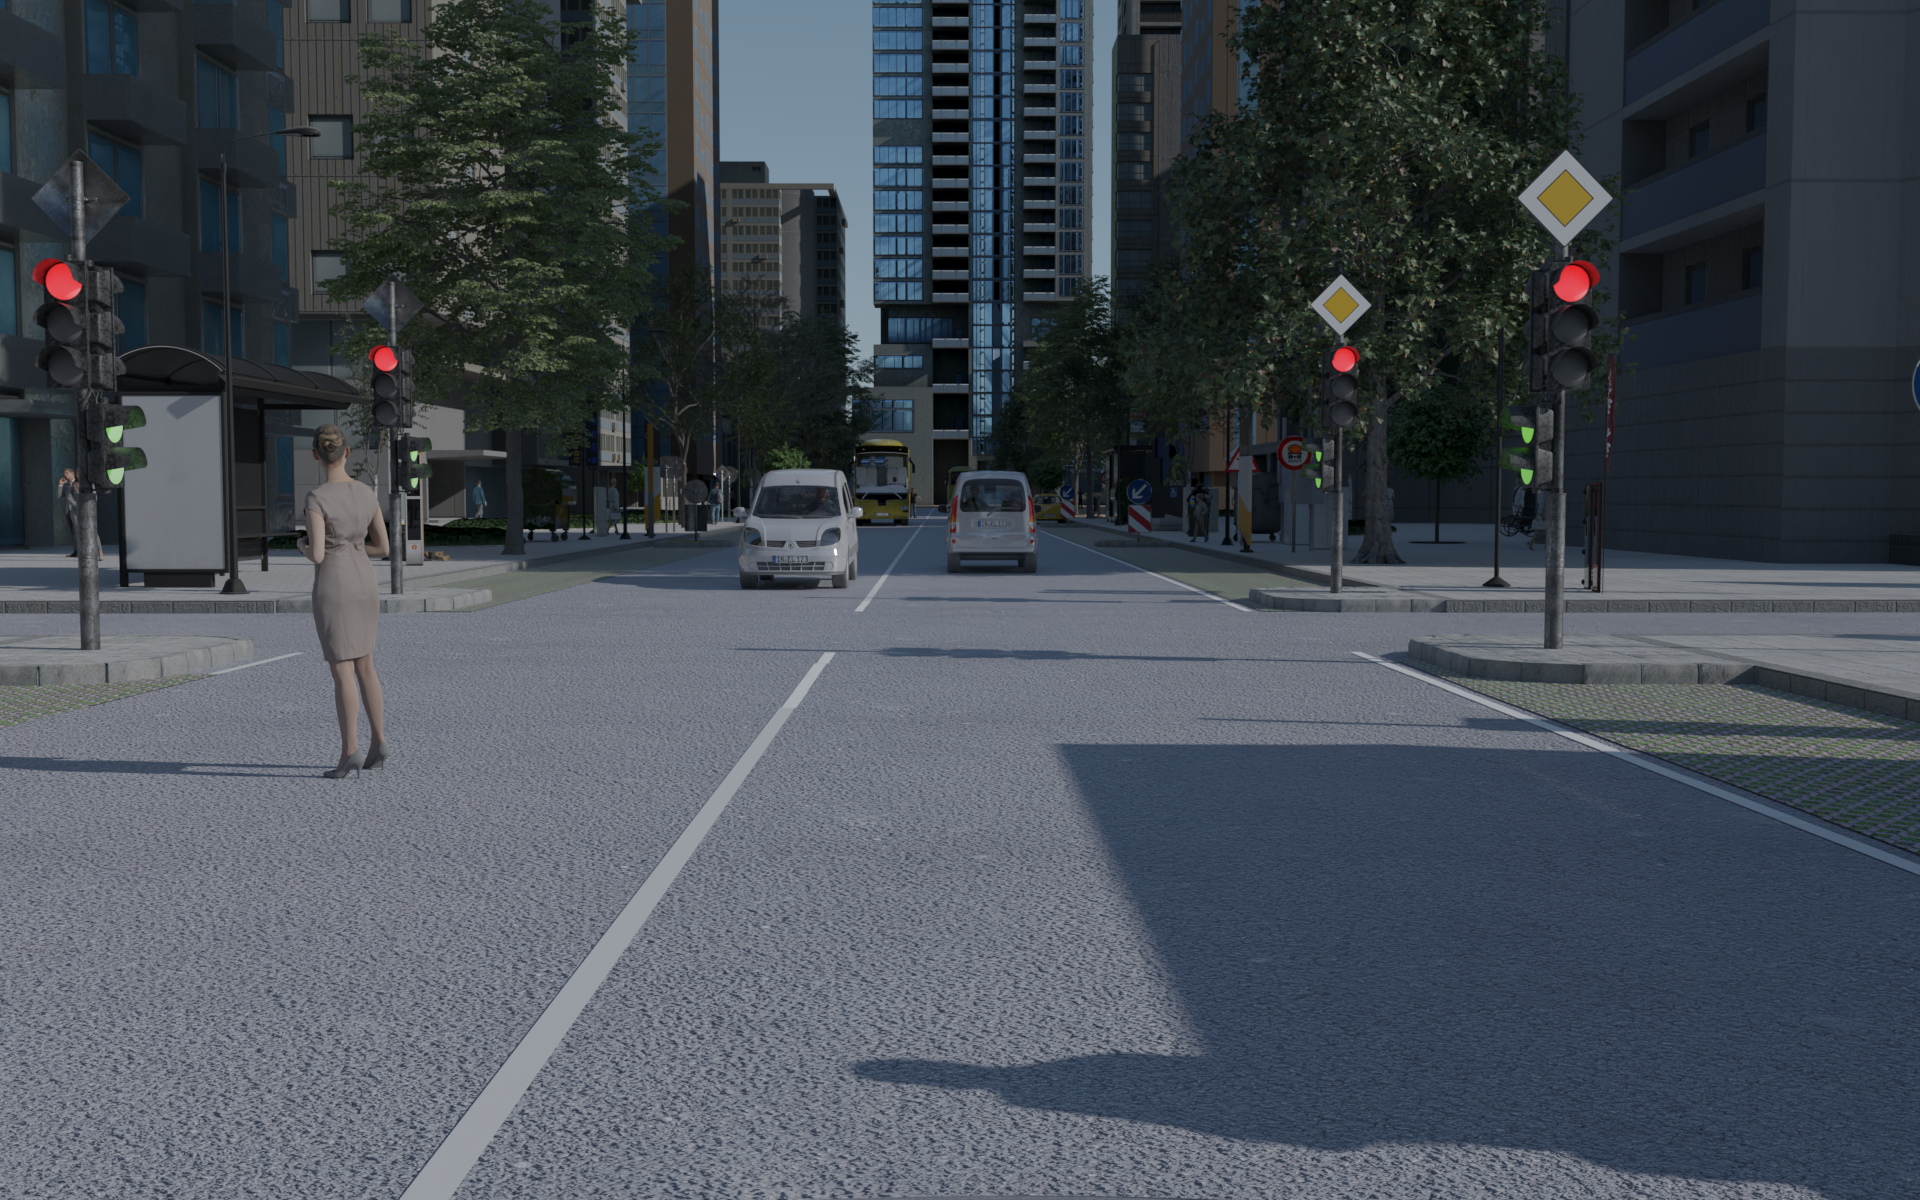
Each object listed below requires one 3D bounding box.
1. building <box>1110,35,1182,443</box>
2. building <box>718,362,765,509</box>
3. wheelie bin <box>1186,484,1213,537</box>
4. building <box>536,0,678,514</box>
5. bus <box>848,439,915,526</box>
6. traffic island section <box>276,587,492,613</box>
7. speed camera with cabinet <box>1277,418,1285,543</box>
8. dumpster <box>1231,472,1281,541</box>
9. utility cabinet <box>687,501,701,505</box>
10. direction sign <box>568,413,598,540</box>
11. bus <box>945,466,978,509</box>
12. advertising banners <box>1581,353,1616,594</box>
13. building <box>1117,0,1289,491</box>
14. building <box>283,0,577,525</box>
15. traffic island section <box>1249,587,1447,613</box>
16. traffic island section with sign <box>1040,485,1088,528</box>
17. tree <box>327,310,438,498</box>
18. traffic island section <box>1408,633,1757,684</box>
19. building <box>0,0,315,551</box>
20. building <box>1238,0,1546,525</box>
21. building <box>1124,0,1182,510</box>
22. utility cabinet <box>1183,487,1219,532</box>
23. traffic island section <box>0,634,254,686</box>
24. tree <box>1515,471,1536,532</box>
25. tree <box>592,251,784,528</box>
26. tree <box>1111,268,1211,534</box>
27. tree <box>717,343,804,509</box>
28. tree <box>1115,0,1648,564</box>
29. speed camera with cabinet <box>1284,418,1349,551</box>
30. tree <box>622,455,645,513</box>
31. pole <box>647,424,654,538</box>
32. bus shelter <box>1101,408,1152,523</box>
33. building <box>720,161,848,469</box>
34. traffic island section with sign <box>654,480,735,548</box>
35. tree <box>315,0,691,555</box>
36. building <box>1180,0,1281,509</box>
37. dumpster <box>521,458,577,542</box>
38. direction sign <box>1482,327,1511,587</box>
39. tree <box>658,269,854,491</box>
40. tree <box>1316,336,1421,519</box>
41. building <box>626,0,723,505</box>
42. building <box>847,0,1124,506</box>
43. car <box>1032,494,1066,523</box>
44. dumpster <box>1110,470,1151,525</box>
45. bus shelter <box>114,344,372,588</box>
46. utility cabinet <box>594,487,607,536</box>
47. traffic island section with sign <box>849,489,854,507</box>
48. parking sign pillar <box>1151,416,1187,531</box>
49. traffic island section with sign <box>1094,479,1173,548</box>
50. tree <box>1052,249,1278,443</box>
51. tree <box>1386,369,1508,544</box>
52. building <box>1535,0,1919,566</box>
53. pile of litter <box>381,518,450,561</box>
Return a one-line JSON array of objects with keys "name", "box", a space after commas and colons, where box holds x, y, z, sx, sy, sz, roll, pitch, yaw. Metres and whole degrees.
[{"name": "building", "box": [20.611, -29.032, 158.261, 14.154, 41.232, 14.086, 0, 4, 0]}, {"name": "building", "box": [-34.099, -51.342, 152.115, 31.000, 86.520, 22.319, 0, 4, 0]}, {"name": "wheelie bin", "box": [7.228, -2.711, 52.225, 0.693, 1.594, 0.980, 1, 4, 21]}, {"name": "building", "box": [-34.194, -25.501, 108.820, 32.217, 40.220, 23.993, 0, 4, 0]}, {"name": "bus", "box": [-3.656, -5.490, 81.312, 2.896, 3.916, 12.252, 0, 4, -2]}, {"name": "traffic island section", "box": [-7.259, 0.000, 22.277, 2.009, 0.180, 2.903, 0, 4, 0]}, {"name": "speed camera with cabinet", "box": [8.551, -3.048, 44.177, 0.660, 3.252, 2.038, 0, 4, 2]}, {"name": "dumpster", "box": [8.008, -2.476, 46.239, 1.264, 1.857, 1.865, 0, 4, -1]}, {"name": "utility cabinet", "box": [-12.119, -4.112, 78.387, 0.306, 1.237, 1.020, -3, 5, -44]}, {"name": "direction sign", "box": [-10.540, -3.455, 48.493, 0.876, 3.537, 0.379, -3, 4, -39]}, {"name": "bus", "box": [0.172, -9.897, 153.361, 2.896, 3.916, 12.252, 0, 4, -1]}, {"name": "advertising banners", "box": [8.336, -1.616, 22.608, 0.090, 3.025, 2.074, 1, 4, 12]}, {"name": "building", "box": [29.013, -46.452, 197.741, 20.611, 71.187, 20.563, 0, 4, 0]}, {"name": "building", "box": [-34.698, -30.135, 81.942, 28.713, 52.752, 27.495, 0, 4, 0]}, {"name": "traffic island section", "box": [4.882, -0.006, 22.378, 2.009, 0.180, 2.903, 0, 4, 0]}, {"name": "traffic island section with sign", "box": [4.440, -4.009, 74.175, 1.989, 1.847, 2.006, 0, 4, 0]}, {"name": "tree", "box": [-22.415, -7.108, 66.570, 4.360, 8.622, 3.978, 0, 3, 0]}, {"name": "traffic island section", "box": [4.952, 0.482, 14.393, 2.009, 0.180, 2.903, 0, 4, 0]}, {"name": "building", "box": [-31.640, -25.923, 43.447, 23.786, 49.044, 30.456, 0, 4, 0]}, {"name": "building", "box": [24.836, -39.227, 79.610, 20.563, 71.187, 20.611, 0, 4, 0]}, {"name": "building", "box": [25.631, -50.260, 134.421, 22.319, 86.520, 31.000, 0, 4, 0]}, {"name": "utility cabinet", "box": [8.020, -2.994, 57.636, 1.173, 1.500, 0.318, -1, 4, -18]}, {"name": "traffic island section", "box": [-7.189, 0.489, 14.292, 2.009, 0.180, 2.903, 0, 4, 0]}, {"name": "tree", "box": [19.536, -3.937, 58.968, 1.663, 3.219, 1.824, 0, 3, 0]}, {"name": "tree", "box": [-10.292, -8.033, 65.754, 8.767, 10.594, 7.601, 2, 4, 25]}, {"name": "tree", "box": [7.002, -6.386, 54.772, 4.737, 8.622, 4.395, 0, 3, 0]}, {"name": "tree", "box": [-9.779, -8.092, 82.672, 4.737, 8.622, 4.395, 0, 3, 0]}, {"name": "tree", "box": [7.605, -7.014, 31.691, 9.611, 12.733, 9.660, 0, 3, 0]}, {"name": "speed camera with cabinet", "box": [8.235, -2.770, 39.631, 0.660, 3.252, 2.038, 2, 4, 35]}, {"name": "tree", "box": [-14.132, -5.103, 78.036, 1.663, 3.219, 1.824, 0, 3, 0]}, {"name": "pole", "box": [-8.959, -3.445, 50.174, 0.158, 3.312, 0.155, 0, 3, 0]}, {"name": "bus shelter", "box": [7.587, -6.158, 78.314, 2.179, 5.291, 8.768, 0, 4, 0]}, {"name": "building", "box": [-25.632, -31.375, 204.854, 23.993, 40.220, 32.217, 0, 4, 0]}, {"name": "traffic island section with sign", "box": [-7.151, -2.340, 46.882, 1.989, 1.847, 2.006, 0, 4, 0]}, {"name": "tree", "box": [-9.631, -7.257, 36.778, 7.486, 12.596, 7.792, 0, 3, 0]}, {"name": "building", "box": [22.159, -28.272, 112.364, 14.600, 45.320, 14.200, 0, 4, 0]}, {"name": "dumpster", "box": [-11.301, -2.712, 46.841, 1.502, 2.255, 1.985, 0, 4, -1]}, {"name": "direction sign", "box": [7.450, -1.954, 23.947, 0.379, 3.537, 0.876, 1, 4, 14]}, {"name": "tree", "box": [-11.018, -11.248, 94.282, 12.009, 13.543, 11.850, 0, 3, 0]}, {"name": "tree", "box": [15.059, -7.051, 65.644, 4.360, 8.622, 3.978, 0, 3, 0]}, {"name": "building", "box": [-25.604, -29.263, 128.560, 14.600, 45.320, 14.200, 0, 4, 0]}, {"name": "building", "box": [1.912, -54.156, 198.117, 31.000, 86.520, 22.319, 0, 4, 0]}, {"name": "car", "box": [4.129, -4.436, 82.760, 2.015, 1.641, 3.980, 0, 4, -1]}, {"name": "dumpster", "box": [7.070, -4.235, 71.736, 1.502, 2.255, 1.985, 0, 4, -1]}, {"name": "bus shelter", "box": [-10.792, -1.972, 26.167, 2.014, 3.302, 5.546, 0, 4, 0]}, {"name": "utility cabinet", "box": [-10.957, -2.700, 52.826, 0.318, 1.500, 1.173, -1, 4, -16]}, {"name": "traffic island section with sign", "box": [-7.837, -7.082, 124.416, 1.989, 1.847, 2.006, 0, 4, 0]}, {"name": "parking sign pillar", "box": [7.273, -4.381, 60.100, 1.447, 3.967, 1.447, -3, 4, -37]}, {"name": "traffic island section with sign", "box": [4.675, -2.348, 47.014, 1.989, 1.847, 2.006, 0, 4, 0]}, {"name": "tree", "box": [7.623, -7.985, 64.970, 8.767, 10.594, 7.601, 0, 4, 1]}, {"name": "tree", "box": [12.528, -3.755, 45.102, 4.285, 4.588, 4.351, 0, 3, 0]}, {"name": "building", "box": [29.045, -30.133, 34.668, 28.212, 58.520, 21.231, 0, 4, 0]}, {"name": "pile of litter", "box": [-10.585, -1.202, 33.618, 1.176, 0.858, 1.719, -2, 4, -34]}]
